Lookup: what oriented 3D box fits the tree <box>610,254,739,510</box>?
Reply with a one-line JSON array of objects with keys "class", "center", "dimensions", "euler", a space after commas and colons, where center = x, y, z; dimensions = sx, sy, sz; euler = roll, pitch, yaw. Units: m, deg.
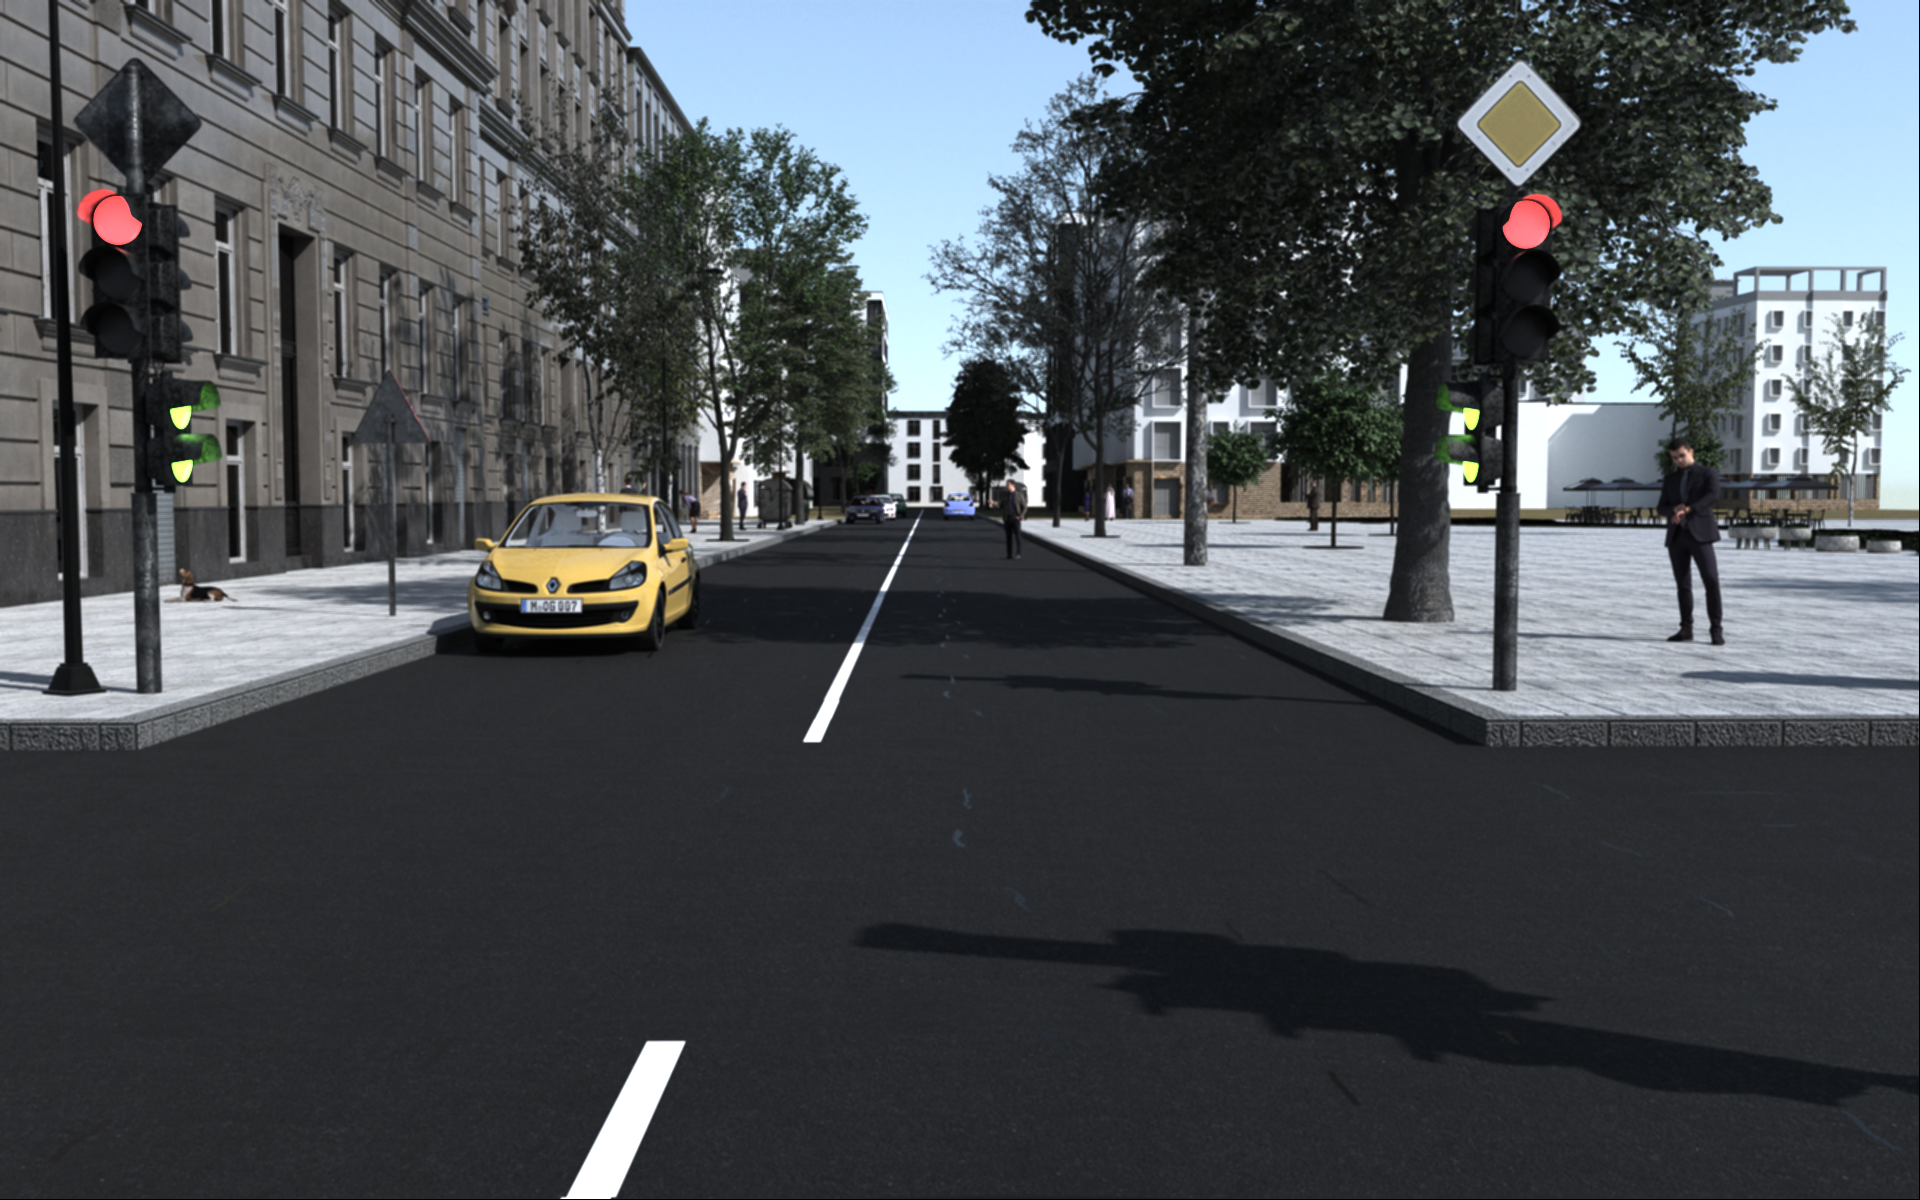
[{"class": "tree", "center": [-9.002, -6.331, 53.869], "dimensions": [4.737, 8.622, 4.395], "euler": [0, 3, 0]}]

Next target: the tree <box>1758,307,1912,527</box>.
[{"class": "tree", "center": [34.846, -7.196, 68.025], "dimensions": [4.737, 8.622, 4.395], "euler": [0, 3, 0]}]

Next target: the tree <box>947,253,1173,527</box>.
[{"class": "tree", "center": [3.716, -8.068, 66.319], "dimensions": [8.767, 10.594, 7.601], "euler": [0, 4, -4]}]

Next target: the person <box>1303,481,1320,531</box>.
[{"class": "person", "center": [12.336, -3.304, 60.754], "dimensions": [0.600, 1.739, 0.565], "euler": [0, 4, -4]}]

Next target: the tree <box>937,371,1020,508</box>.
[{"class": "tree", "center": [1.944, -15.694, 164.018], "dimensions": [7.806, 13.903, 7.818], "euler": [0, 3, 0]}]

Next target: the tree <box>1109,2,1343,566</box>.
[{"class": "tree", "center": [5.557, -10.636, 29.789], "dimensions": [12.611, 20.169, 13.585], "euler": [0, 3, 0]}]

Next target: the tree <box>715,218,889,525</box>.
[{"class": "tree", "center": [-6.313, -9.385, 71.578], "dimensions": [7.486, 12.596, 7.792], "euler": [0, 3, 0]}]

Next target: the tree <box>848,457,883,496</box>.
[{"class": "tree", "center": [-8.379, -10.351, 152.946], "dimensions": [4.285, 4.588, 4.351], "euler": [0, 3, 0]}]

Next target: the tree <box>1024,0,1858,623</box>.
[{"class": "tree", "center": [4.654, -6.767, 17.289], "dimensions": [9.857, 13.997, 8.962], "euler": [0, 3, 0]}]

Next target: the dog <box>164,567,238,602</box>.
[{"class": "dog", "center": [-9.047, -0.178, 20.640], "dimensions": [0.748, 0.427, 0.550], "euler": [1, 4, 22]}]

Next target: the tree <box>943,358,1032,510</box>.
[{"class": "tree", "center": [2.227, -13.111, 136.414], "dimensions": [6.751, 12.117, 7.091], "euler": [0, 3, 0]}]

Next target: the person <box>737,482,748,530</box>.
[{"class": "person", "center": [-7.711, -3.334, 61.469], "dimensions": [0.530, 1.710, 0.541], "euler": [2, 4, 31]}]

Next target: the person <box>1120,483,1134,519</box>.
[{"class": "person", "center": [8.566, -5.087, 89.079], "dimensions": [0.709, 1.838, 0.599], "euler": [1, 4, 21]}]

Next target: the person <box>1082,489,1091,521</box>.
[{"class": "person", "center": [5.977, -4.545, 82.729], "dimensions": [0.546, 1.535, 0.453], "euler": [3, 4, 37]}]

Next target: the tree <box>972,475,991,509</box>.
[{"class": "tree", "center": [2.020, -9.543, 150.630], "dimensions": [1.663, 3.219, 1.824], "euler": [0, 3, 0]}]

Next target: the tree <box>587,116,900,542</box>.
[{"class": "tree", "center": [-6.268, -7.409, 46.887], "dimensions": [9.928, 11.665, 9.643], "euler": [0, 3, 0]}]

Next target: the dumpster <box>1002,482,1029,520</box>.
[{"class": "dumpster", "center": [2.715, -4.832, 84.755], "dimensions": [1.264, 1.857, 1.865], "euler": [0, 4, -1]}]

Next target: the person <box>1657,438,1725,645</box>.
[{"class": "person", "center": [6.285, -0.516, 14.931], "dimensions": [0.568, 1.767, 0.683], "euler": [-3, 5, -41]}]

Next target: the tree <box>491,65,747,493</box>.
[{"class": "tree", "center": [-6.143, -4.888, 30.282], "dimensions": [4.360, 8.622, 3.978], "euler": [0, 3, 0]}]

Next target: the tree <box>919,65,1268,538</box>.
[{"class": "tree", "center": [4.013, -8.590, 50.819], "dimensions": [12.009, 13.543, 11.850], "euler": [0, 3, 0]}]

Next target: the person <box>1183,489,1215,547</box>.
[{"class": "person", "center": [5.728, -2.128, 41.768], "dimensions": [0.756, 1.711, 0.436], "euler": [3, 5, 43]}]

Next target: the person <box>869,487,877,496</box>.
[{"class": "person", "center": [-5.232, -5.802, 103.303], "dimensions": [0.705, 1.831, 1.348], "euler": [3, 5, 45]}]

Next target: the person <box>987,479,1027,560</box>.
[{"class": "person", "center": [1.030, -1.769, 37.957], "dimensions": [0.750, 1.759, 0.617], "euler": [-3, 5, -43]}]

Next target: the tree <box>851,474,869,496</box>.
[{"class": "tree", "center": [-8.537, -9.478, 149.564], "dimensions": [1.663, 3.219, 1.824], "euler": [0, 3, 0]}]

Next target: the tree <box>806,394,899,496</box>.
[{"class": "tree", "center": [-8.032, -12.069, 131.733], "dimensions": [7.601, 10.594, 8.767], "euler": [1, 4, 22]}]

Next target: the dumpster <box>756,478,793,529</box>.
[{"class": "dumpster", "center": [-6.875, -3.575, 64.218], "dimensions": [1.264, 1.857, 1.865], "euler": [0, 4, -1]}]

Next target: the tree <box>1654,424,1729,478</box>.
[{"class": "tree", "center": [34.083, -5.935, 80.744], "dimensions": [4.285, 4.588, 4.351], "euler": [0, 3, 0]}]

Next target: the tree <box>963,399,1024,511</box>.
[{"class": "tree", "center": [2.647, -10.971, 129.745], "dimensions": [4.360, 8.622, 3.978], "euler": [0, 3, 0]}]

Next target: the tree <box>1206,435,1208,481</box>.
[{"class": "tree", "center": [12.072, -5.660, 76.250], "dimensions": [4.285, 4.588, 4.351], "euler": [0, 3, 0]}]

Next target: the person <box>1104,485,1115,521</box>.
[{"class": "person", "center": [7.229, -4.716, 83.810], "dimensions": [0.621, 1.740, 0.551], "euler": [2, 4, 33]}]

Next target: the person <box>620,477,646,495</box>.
[{"class": "person", "center": [-8.496, -2.327, 44.885], "dimensions": [0.445, 1.727, 0.742], "euler": [3, 4, 37]}]

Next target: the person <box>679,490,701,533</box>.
[{"class": "person", "center": [-8.915, -2.930, 57.183], "dimensions": [0.697, 1.427, 0.421], "euler": [0, 4, 5]}]
